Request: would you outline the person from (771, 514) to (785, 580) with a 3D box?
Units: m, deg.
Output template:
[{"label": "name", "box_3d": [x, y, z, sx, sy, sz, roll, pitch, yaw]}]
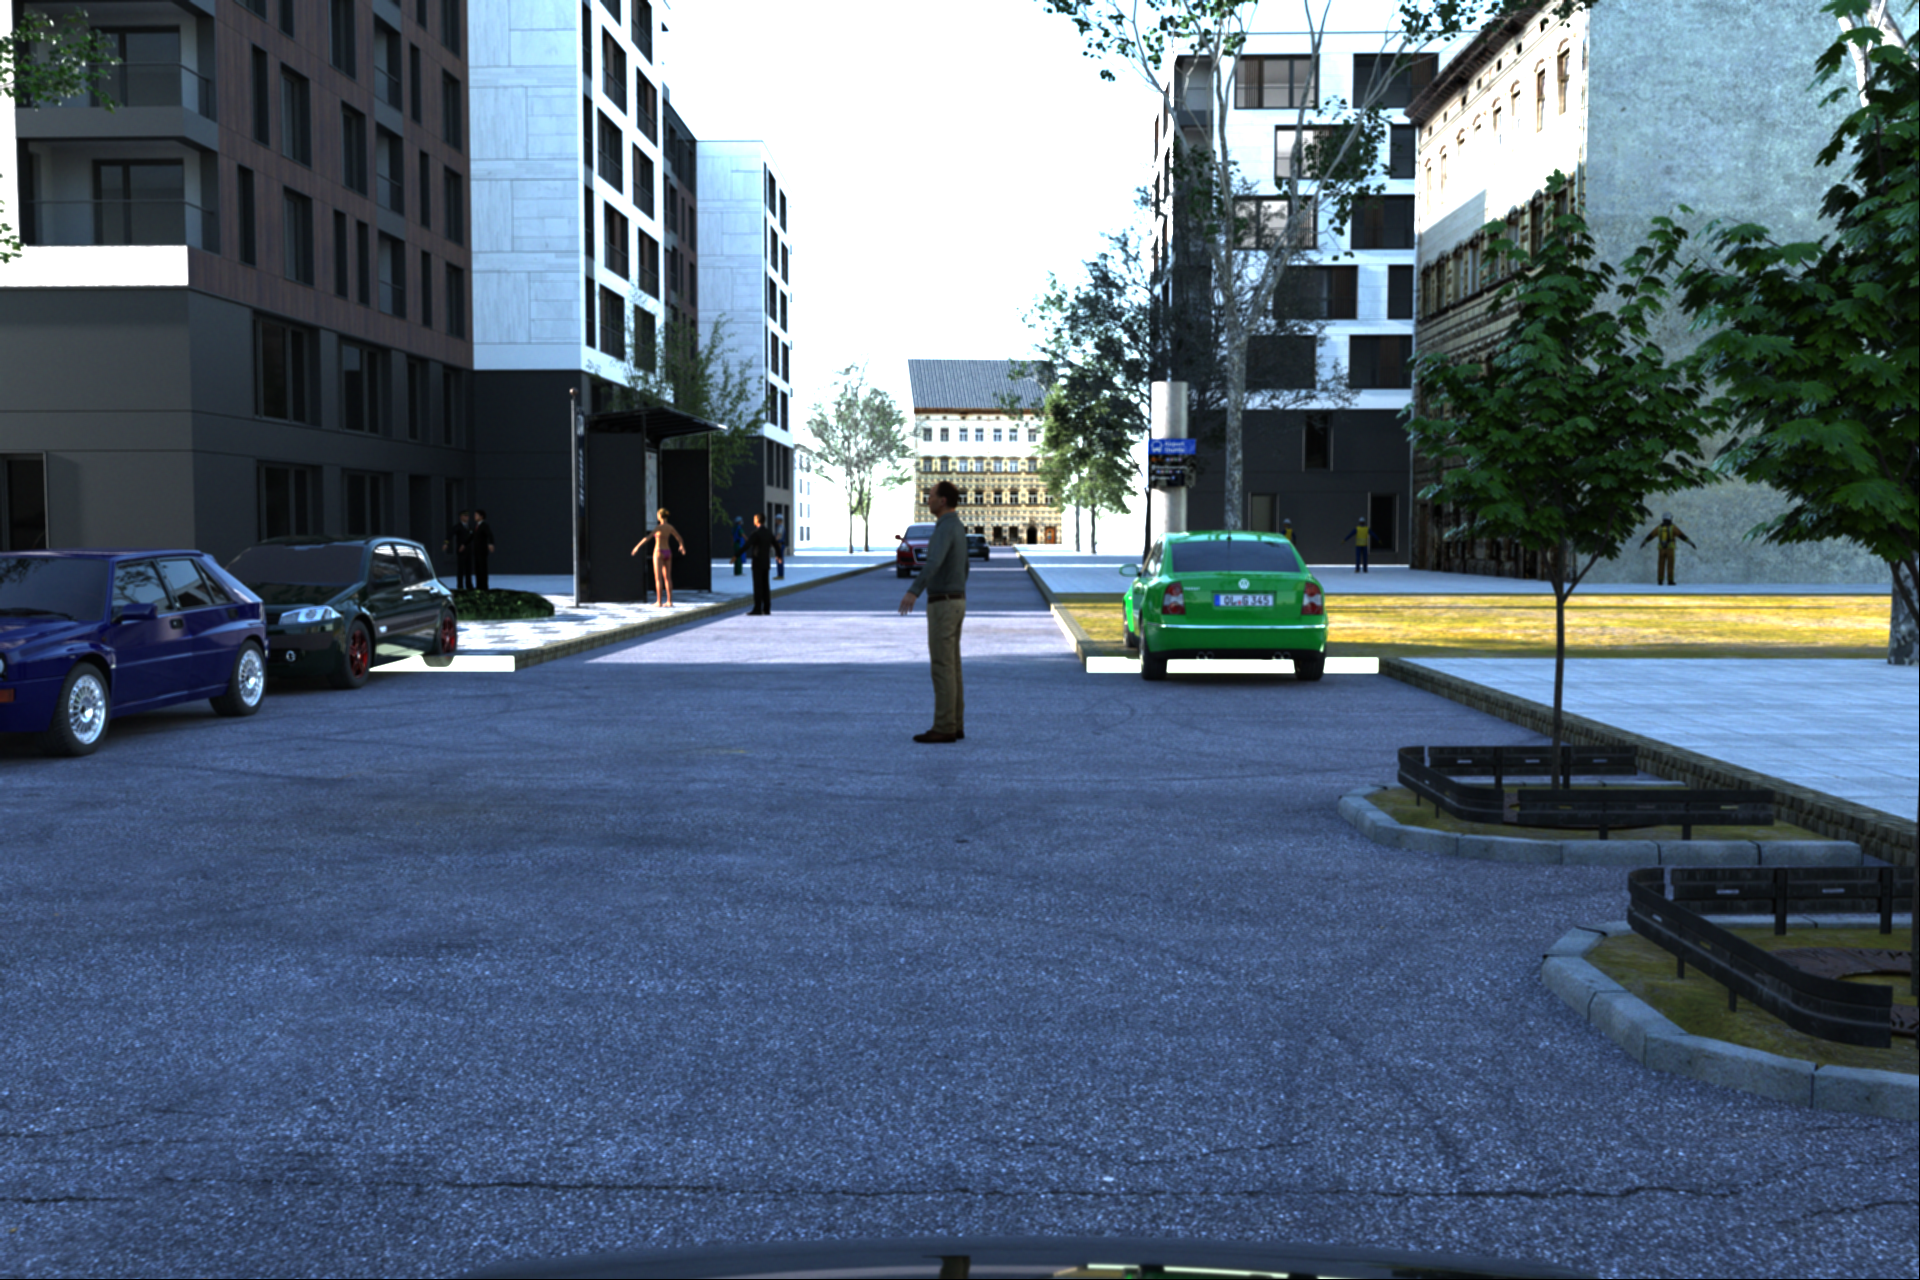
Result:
[{"label": "person", "box_3d": [-5.124, -2.634, 48.929, 0.705, 1.847, 1.347, 0, 4, 3]}]

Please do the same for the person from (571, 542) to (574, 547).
[{"label": "person", "box_3d": [-10.561, -2.610, 48.902, 0.704, 1.802, 1.346, 1, 4, 15]}]

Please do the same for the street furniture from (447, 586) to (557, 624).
[{"label": "street furniture", "box_3d": [-10.847, -0.527, 24.240, 10.072, 0.657, 5.734, -1, 4, -11]}]

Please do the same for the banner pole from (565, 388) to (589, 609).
[{"label": "banner pole", "box_3d": [-6.600, -2.446, 30.012, 0.401, 3.779, 0.863, 0, 4, 3]}]

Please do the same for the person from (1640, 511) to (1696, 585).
[{"label": "person", "box_3d": [17.771, -2.310, 43.530, 1.354, 1.858, 0.705, 3, 4, 39]}]

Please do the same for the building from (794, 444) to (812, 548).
[{"label": "building", "box_3d": [-19.228, -14.115, 172.935, 9.099, 9.664, 28.070, 0, 4, 1]}]

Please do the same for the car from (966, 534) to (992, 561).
[{"label": "car", "box_3d": [0.709, -5.087, 92.955, 2.009, 1.686, 4.222, 0, 4, 0]}]

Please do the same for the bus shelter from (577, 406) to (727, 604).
[{"label": "bus shelter", "box_3d": [-6.140, -2.676, 35.039, 1.731, 3.624, 6.357, 0, 4, 3]}]

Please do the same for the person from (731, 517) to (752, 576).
[{"label": "person", "box_3d": [-6.764, -2.879, 53.192, 0.704, 1.817, 1.347, -2, 4, -32]}]

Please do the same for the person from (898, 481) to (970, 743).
[{"label": "person", "box_3d": [-0.128, -0.201, 12.009, 0.705, 1.796, 1.348, 1, 4, 15]}]

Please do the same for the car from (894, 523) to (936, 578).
[{"label": "car", "box_3d": [-1.030, -3.034, 58.280, 2.281, 1.827, 5.304, 0, 4, 1]}]

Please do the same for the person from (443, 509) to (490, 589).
[{"label": "person", "box_3d": [-11.222, -2.041, 39.305, 0.705, 1.837, 1.347, 3, 4, 36]}]

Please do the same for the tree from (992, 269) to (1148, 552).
[{"label": "tree", "box_3d": [8.329, -16.329, 122.871, 12.611, 20.169, 13.585, 0, 3, 0]}]

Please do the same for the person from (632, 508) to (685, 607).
[{"label": "person", "box_3d": [-5.306, -1.458, 30.641, 0.721, 1.733, 1.217, 3, 4, 37]}]

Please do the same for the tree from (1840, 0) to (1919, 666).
[{"label": "tree", "box_3d": [9.575, -9.910, 17.922, 12.611, 20.169, 13.585, 0, 3, 0]}]

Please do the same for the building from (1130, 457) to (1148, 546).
[{"label": "building", "box_3d": [23.850, -15.087, 188.814, 9.099, 9.664, 28.070, 0, 4, 2]}]

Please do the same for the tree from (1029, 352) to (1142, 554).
[{"label": "tree", "box_3d": [8.002, -11.649, 108.594, 7.486, 12.596, 7.792, 0, 3, 0]}]

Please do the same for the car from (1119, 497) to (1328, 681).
[{"label": "car", "box_3d": [2.708, -0.584, 18.339, 1.959, 1.807, 4.718, 0, 4, 2]}]

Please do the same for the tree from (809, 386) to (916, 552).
[{"label": "tree", "box_3d": [-6.763, -12.021, 122.293, 9.928, 11.665, 9.643, 0, 3, 0]}]

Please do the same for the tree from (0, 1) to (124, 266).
[{"label": "tree", "box_3d": [-12.323, -5.609, 17.467, 9.928, 11.665, 9.643, 0, 3, 0]}]

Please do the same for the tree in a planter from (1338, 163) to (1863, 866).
[{"label": "tree in a planter", "box_3d": [2.925, -0.683, 8.396, 1.991, 3.239, 1.994, 0, 4, 1]}]

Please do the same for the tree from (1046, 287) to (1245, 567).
[{"label": "tree", "box_3d": [7.058, -8.073, 66.413, 8.767, 10.594, 7.601, 1, 4, 21]}]

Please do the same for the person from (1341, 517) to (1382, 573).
[{"label": "person", "box_3d": [13.377, -3.162, 57.666, 1.349, 1.833, 0.705, 0, 4, 6]}]

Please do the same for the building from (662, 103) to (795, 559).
[{"label": "building", "box_3d": [-24.173, -14.934, 88.147, 27.936, 21.610, 32.646, 0, 4, 1]}]

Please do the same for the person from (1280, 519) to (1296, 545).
[{"label": "person", "box_3d": [10.657, -3.084, 56.881, 1.216, 1.772, 0.721, -3, 5, -42]}]

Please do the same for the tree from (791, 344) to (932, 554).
[{"label": "tree", "box_3d": [-6.933, -12.293, 111.361, 12.009, 13.543, 11.850, 0, 3, 0]}]

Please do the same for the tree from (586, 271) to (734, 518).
[{"label": "tree", "box_3d": [-8.572, -6.027, 48.898, 4.360, 8.622, 3.978, 0, 3, 0]}]

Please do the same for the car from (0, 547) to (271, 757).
[{"label": "car", "box_3d": [-6.460, 0.012, 12.377, 1.945, 1.354, 3.894, 0, 4, 1]}]

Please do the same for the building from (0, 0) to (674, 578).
[{"label": "building", "box_3d": [-25.798, -12.730, 52.111, 27.936, 21.610, 32.646, 0, 4, 2]}]

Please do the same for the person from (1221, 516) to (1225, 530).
[{"label": "person", "box_3d": [7.744, -2.693, 50.164, 0.705, 1.813, 1.348, 1, 4, 21]}]

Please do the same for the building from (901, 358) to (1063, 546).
[{"label": "building", "box_3d": [2.401, -23.393, 215.868, 18.063, 23.208, 19.493, 0, 4, -6]}]

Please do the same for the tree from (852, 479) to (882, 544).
[{"label": "tree", "box_3d": [-11.228, -16.279, 216.519, 4.360, 8.622, 3.978, 0, 3, 0]}]

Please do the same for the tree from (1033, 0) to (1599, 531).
[{"label": "tree", "box_3d": [7.211, -11.099, 37.357, 12.611, 20.169, 13.585, 0, 3, 0]}]

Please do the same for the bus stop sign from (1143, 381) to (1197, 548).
[{"label": "bus stop sign", "box_3d": [3.650, -2.520, 30.213, 0.837, 3.901, 0.837, 0, 4, 1]}]

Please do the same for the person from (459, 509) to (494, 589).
[{"label": "person", "box_3d": [-10.305, -1.893, 37.144, 0.705, 1.806, 1.347, -3, 5, -44]}]

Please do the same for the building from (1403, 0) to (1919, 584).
[{"label": "building", "box_3d": [25.346, -13.577, 52.910, 19.493, 23.208, 18.063, 0, 4, 1]}]

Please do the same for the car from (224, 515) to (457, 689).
[{"label": "car", "box_3d": [-6.372, -0.457, 17.253, 2.009, 1.686, 4.222, 0, 4, 2]}]

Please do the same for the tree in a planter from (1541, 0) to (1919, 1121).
[{"label": "tree in a planter", "box_3d": [2.842, -0.478, 5.032, 1.991, 3.239, 1.994, 0, 4, 1]}]

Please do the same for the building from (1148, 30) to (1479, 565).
[{"label": "building", "box_3d": [23.255, -14.855, 86.859, 27.936, 21.610, 32.646, 0, 4, 2]}]

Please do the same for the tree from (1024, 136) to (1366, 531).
[{"label": "tree", "box_3d": [7.116, -8.817, 54.531, 12.009, 13.543, 11.850, 0, 3, 0]}]

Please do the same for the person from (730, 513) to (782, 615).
[{"label": "person", "box_3d": [-3.549, -1.344, 30.661, 0.704, 1.802, 1.346, 2, 4, 34]}]

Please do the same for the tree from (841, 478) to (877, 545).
[{"label": "tree", "box_3d": [-12.355, -15.993, 211.851, 4.737, 8.622, 4.395, 0, 3, 0]}]

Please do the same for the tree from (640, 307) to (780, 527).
[{"label": "tree", "box_3d": [-8.354, -6.523, 57.007, 4.737, 8.622, 4.395, 0, 3, 0]}]

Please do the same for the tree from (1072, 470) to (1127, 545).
[{"label": "tree", "box_3d": [17.151, -17.005, 212.441, 7.601, 10.594, 8.767, 1, 4, 11]}]
